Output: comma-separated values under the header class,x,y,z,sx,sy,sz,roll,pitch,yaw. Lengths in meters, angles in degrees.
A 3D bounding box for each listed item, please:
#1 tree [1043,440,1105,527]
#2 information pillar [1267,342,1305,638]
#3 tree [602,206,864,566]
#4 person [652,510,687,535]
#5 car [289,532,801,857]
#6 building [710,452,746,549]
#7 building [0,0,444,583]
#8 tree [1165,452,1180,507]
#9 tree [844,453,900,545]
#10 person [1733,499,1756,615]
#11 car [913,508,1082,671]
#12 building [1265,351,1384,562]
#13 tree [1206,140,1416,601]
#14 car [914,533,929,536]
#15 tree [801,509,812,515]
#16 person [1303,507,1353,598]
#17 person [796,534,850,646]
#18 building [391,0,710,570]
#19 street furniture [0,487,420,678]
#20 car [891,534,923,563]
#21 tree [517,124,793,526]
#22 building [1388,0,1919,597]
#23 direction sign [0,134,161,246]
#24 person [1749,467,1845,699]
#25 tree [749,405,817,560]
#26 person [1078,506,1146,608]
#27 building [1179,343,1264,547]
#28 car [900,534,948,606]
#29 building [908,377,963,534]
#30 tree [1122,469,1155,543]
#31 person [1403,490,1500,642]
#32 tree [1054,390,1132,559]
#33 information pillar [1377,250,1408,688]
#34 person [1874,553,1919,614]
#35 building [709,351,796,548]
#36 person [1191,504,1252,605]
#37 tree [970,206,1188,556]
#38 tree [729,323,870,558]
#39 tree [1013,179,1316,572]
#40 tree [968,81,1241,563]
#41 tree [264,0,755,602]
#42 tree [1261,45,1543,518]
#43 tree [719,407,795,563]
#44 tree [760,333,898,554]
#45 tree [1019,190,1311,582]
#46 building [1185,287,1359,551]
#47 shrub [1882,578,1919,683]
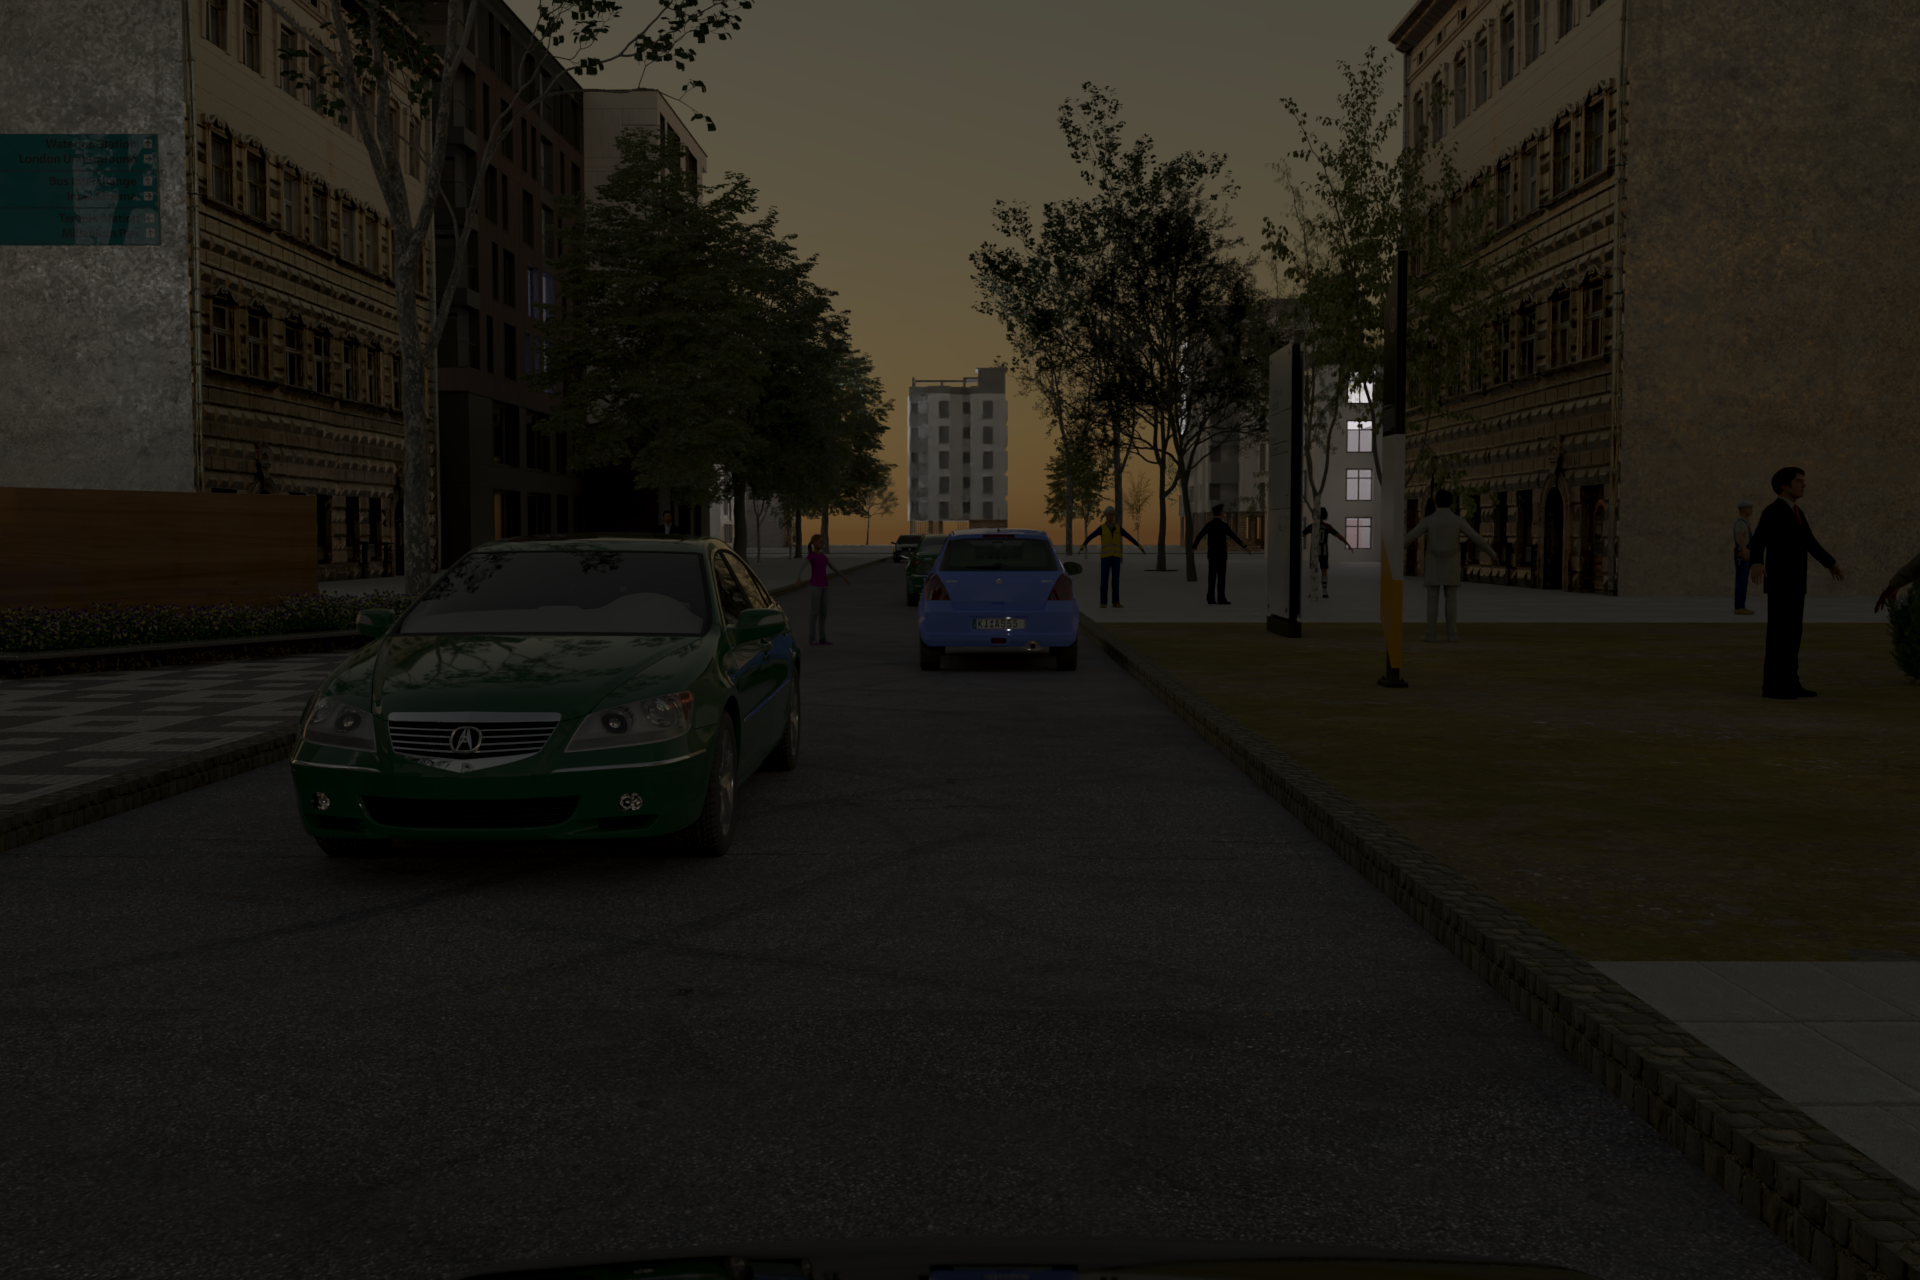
class,x,y,z,sx,sy,sz,roll,pitch,yaw
tree,13.296,-17.361,201.972,7.486,12.596,7.792,0,3,0
information pillar,4.142,-1.881,22.075,0.184,3.620,1.656,0,4,1
tree,-8.604,-9.779,66.541,9.857,13.997,8.962,0,3,0
person,-5.648,-1.636,33.462,1.216,1.740,0.721,0,4,0
car,-1.919,0.159,9.205,2.131,1.459,4.920,0,4,1
building,-22.948,-12.720,150.115,9.099,9.664,28.070,0,4,1
building,-26.171,-13.201,46.768,19.493,23.208,18.063,0,4,0
tree,27.442,-16.866,201.516,9.928,11.665,9.643,0,3,0
tree,-10.389,-16.230,199.777,7.601,10.594,8.767,0,4,-1
person,12.512,-1.330,27.605,0.705,1.847,1.347,2,4,28
car,0.425,-0.605,19.488,1.945,1.707,3.694,0,4,1
building,20.739,-8.407,79.596,9.099,9.664,28.070,0,4,1
tree,6.775,-5.038,32.736,4.360,8.622,3.978,0,3,0
car,-2.225,-5.515,99.208,2.155,1.783,4.494,0,4,0
tree,-20.103,-16.325,201.333,7.601,10.594,8.767,0,4,-2
person,7.211,-1.751,34.769,1.345,1.843,0.704,1,4,9
person,-1.770,-0.642,22.213,0.599,1.433,0.991,3,4,38
building,-27.818,-14.315,78.027,27.936,21.610,32.646,0,4,1
street furniture,-8.910,-0.759,19.268,9.812,1.723,11.010,1,4,22
car,-2.483,-4.789,88.088,2.009,1.686,4.222,0,4,0
tree,-8.571,-8.017,49.199,7.486,12.596,7.792,0,3,0
building,22.684,-13.019,43.784,19.493,23.208,18.063,0,4,0
direction sign,-6.034,-1.357,10.946,2.525,3.948,1.411,0,4,0
person,6.504,-0.452,13.574,1.347,1.806,0.705,-3,4,-38
tree,-8.677,-8.300,86.064,4.737,8.622,4.395,0,3,0
person,2.636,-1.447,30.126,1.216,1.772,0.721,-1,4,-11
building,26.743,-19.178,169.977,16.016,20.090,11.380,0,3,0
car,-0.184,-1.474,35.903,2.131,1.459,4.920,0,4,-1
building,-5.718,-20.942,201.276,11.380,20.090,16.016,0,4,1
tree,20.418,-15.023,195.994,4.360,8.622,3.978,0,3,0
person,5.736,-0.882,20.613,1.347,1.806,0.705,1,4,9
tree,6.552,-8.445,88.432,4.737,8.622,4.395,0,3,0
information pillar,3.652,-1.421,14.587,0.183,3.616,0.504,0,4,1
person,5.016,-0.117,8.050,1.348,1.813,0.705,2,4,25
building,-26.000,-20.929,173.116,19.493,23.208,18.063,0,4,0
person,4.717,-1.570,31.604,0.705,1.837,1.347,-3,5,-44
tree,7.143,-14.975,100.724,12.611,20.169,13.585,0,3,0
tree,-8.717,-10.656,92.355,7.486,12.596,7.792,0,3,0
tree,7.088,-9.113,59.359,12.009,13.543,11.850,0,3,0
tree,5.760,-13.436,75.570,12.611,20.169,13.585,0,3,0
tree,-8.213,-10.370,25.447,12.611,20.169,13.585,0,3,0
tree,6.598,-4.653,26.442,4.737,8.622,4.395,0,3,0
tree,-8.867,-7.731,76.763,4.360,8.622,3.978,0,3,0
tree,-8.633,-12.463,110.417,9.857,13.997,8.962,0,3,0
tree,6.110,-6.879,46.889,8.767,10.594,7.601,-2,4,-34
building,23.425,-17.337,139.873,16.016,20.090,11.380,0,4,0
shrub,8.369,-0.216,14.656,1.383,1.207,1.383,0,3,0
